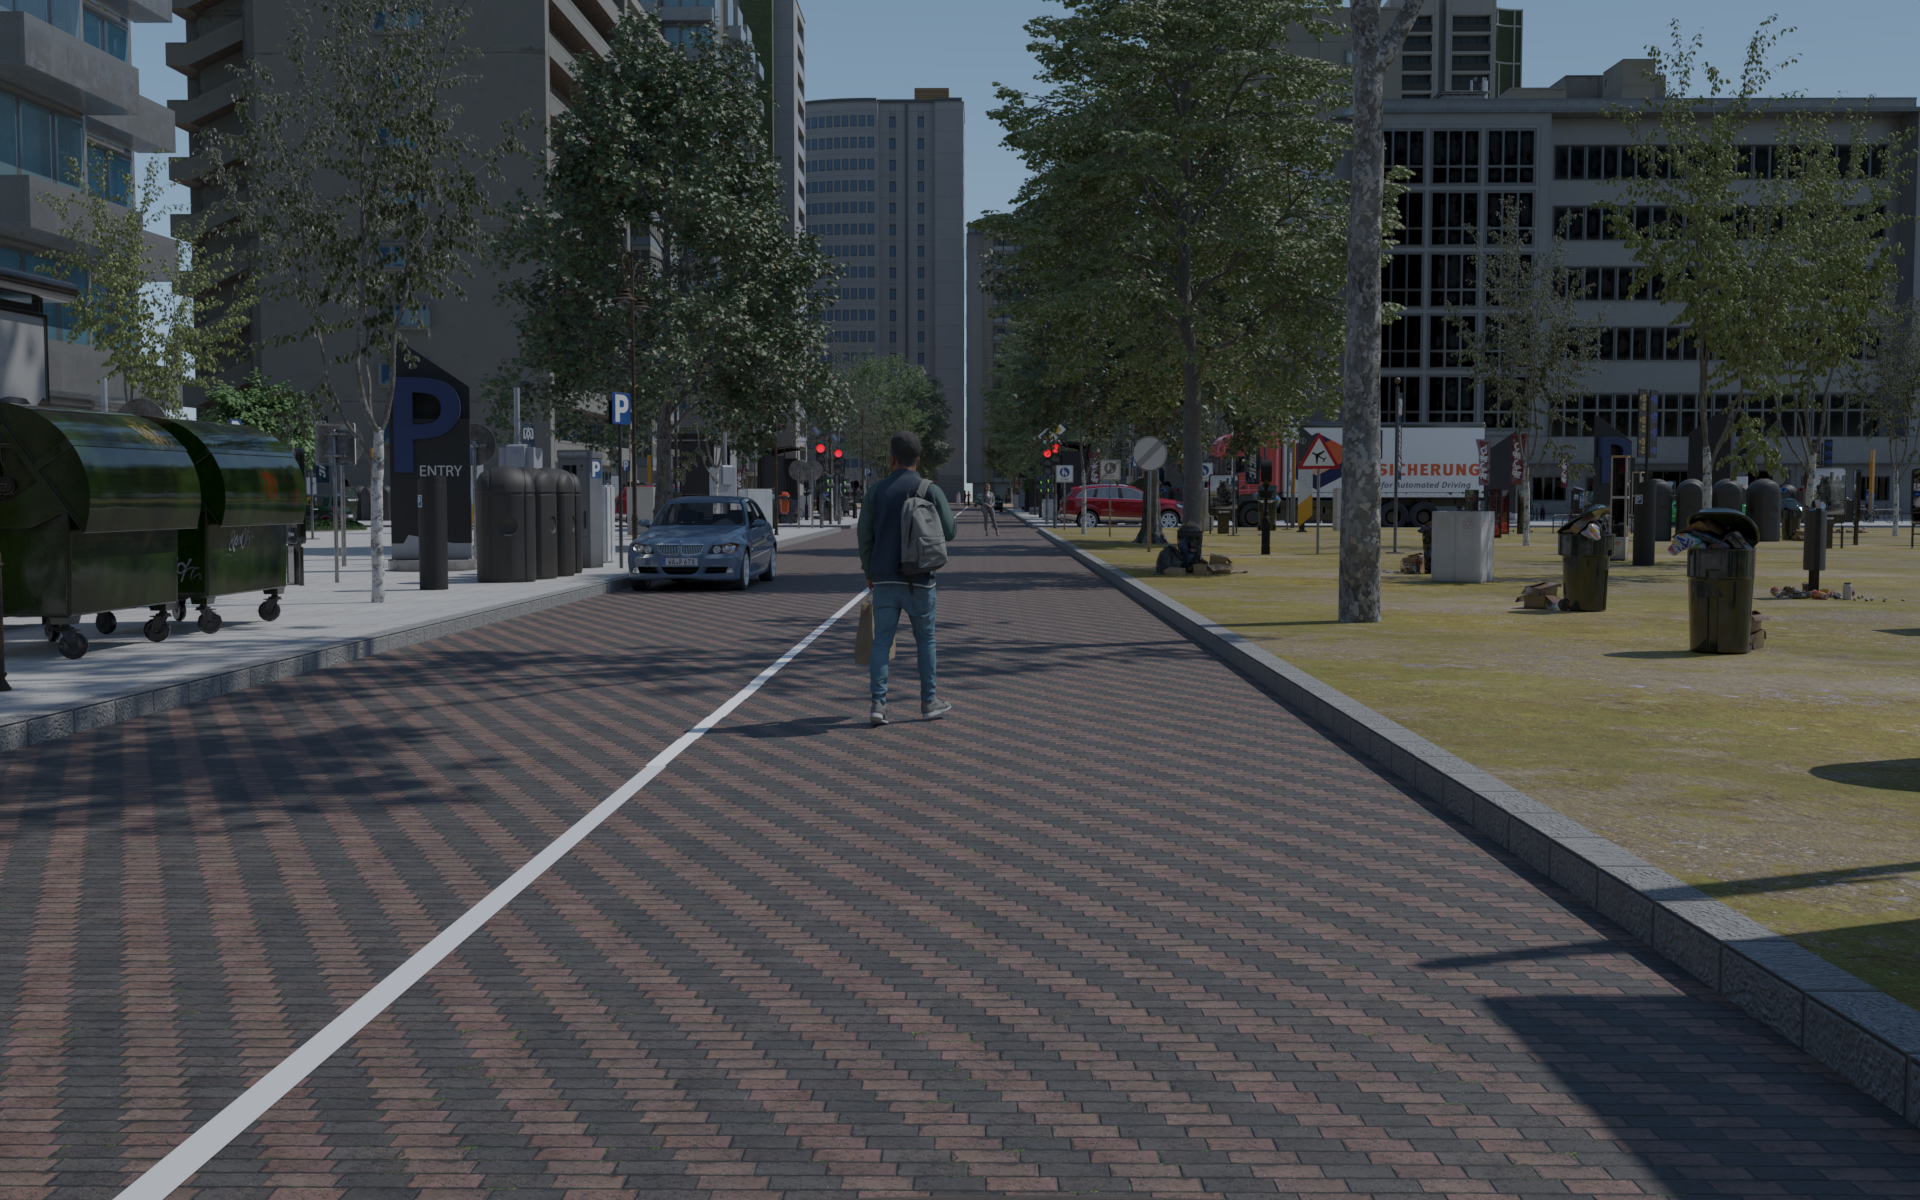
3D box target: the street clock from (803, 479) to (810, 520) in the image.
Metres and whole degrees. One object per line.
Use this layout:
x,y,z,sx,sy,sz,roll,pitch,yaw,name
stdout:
-7.513,-4.904,84.757,0.358,2.002,0.471,0,4,-2,street clock

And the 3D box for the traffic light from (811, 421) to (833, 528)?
-5.172,-4.643,64.831,0.839,4.253,0.868,0,4,1,traffic light

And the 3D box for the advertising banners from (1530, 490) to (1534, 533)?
17.363,-3.614,55.274,2.074,3.025,0.090,-1,4,-14,advertising banners

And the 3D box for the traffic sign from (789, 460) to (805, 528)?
-6.023,-3.953,64.739,0.768,2.556,0.104,0,4,5,traffic sign

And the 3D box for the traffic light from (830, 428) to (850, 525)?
-5.068,-5.131,72.816,0.839,4.253,0.868,0,4,1,traffic light

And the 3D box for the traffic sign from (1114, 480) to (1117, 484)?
9.323,-6.547,107.154,0.768,2.556,0.104,1,4,10,traffic sign

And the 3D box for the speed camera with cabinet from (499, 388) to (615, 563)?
-7.538,-2.329,32.414,2.038,3.252,0.660,0,4,3,speed camera with cabinet

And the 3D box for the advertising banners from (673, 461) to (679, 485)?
-14.314,-5.883,92.368,2.074,3.025,0.090,1,4,14,advertising banners

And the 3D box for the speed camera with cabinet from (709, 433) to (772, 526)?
-7.090,-3.776,56.067,2.038,3.252,0.660,-3,4,-38,speed camera with cabinet

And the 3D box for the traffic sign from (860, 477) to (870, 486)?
-7.000,-7.815,127.880,0.768,2.556,0.104,0,4,3,traffic sign

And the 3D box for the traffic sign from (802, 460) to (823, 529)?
-5.484,-3.925,64.278,0.768,2.556,0.104,0,4,6,traffic sign

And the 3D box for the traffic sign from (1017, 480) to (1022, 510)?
5.057,-8.640,141.363,0.768,2.556,0.104,0,4,4,traffic sign

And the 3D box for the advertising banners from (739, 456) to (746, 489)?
-7.477,-4.005,61.672,0.090,3.025,2.074,-1,4,-21,advertising banners

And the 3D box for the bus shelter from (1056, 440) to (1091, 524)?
4.893,-5.292,77.805,1.731,3.624,6.357,0,4,1,bus shelter

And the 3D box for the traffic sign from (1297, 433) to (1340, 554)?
7.595,-2.245,36.709,0.884,2.594,0.081,1,4,9,traffic sign

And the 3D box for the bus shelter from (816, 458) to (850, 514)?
-8.357,-7.539,114.553,1.731,3.624,6.357,0,4,1,bus shelter

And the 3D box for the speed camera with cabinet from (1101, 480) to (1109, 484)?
9.066,-6.762,104.886,0.660,3.252,2.038,-1,4,-13,speed camera with cabinet

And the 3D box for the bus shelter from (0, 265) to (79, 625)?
-9.782,-2.141,12.644,2.179,5.291,8.768,0,4,1,bus shelter

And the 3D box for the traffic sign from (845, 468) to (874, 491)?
-7.788,-8.544,133.570,2.265,3.308,0.079,0,4,2,traffic sign

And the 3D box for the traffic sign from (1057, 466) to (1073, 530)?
3.719,-3.642,61.680,0.606,2.300,0.079,0,4,1,traffic sign

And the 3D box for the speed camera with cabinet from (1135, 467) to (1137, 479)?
12.569,-7.960,124.479,0.660,3.252,2.038,2,4,28,speed camera with cabinet

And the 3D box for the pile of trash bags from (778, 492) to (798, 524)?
-7.858,-3.966,74.603,1.912,1.369,3.447,-1,4,-19,pile of trash bags

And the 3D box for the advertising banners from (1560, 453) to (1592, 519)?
25.863,-4.680,72.711,0.090,3.025,2.074,-1,4,-21,advertising banners

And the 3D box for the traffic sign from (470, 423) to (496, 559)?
-8.748,-1.905,31.246,0.768,2.556,0.104,0,4,1,traffic sign

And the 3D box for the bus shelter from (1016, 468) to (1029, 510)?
5.485,-8.770,137.315,2.014,3.302,5.546,0,4,1,bus shelter

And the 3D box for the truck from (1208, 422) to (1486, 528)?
14.894,-4.890,68.857,11.283,4.237,2.839,0,4,0,truck

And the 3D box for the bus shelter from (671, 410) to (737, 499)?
-9.343,-5.110,61.180,2.179,5.291,8.768,0,4,1,bus shelter

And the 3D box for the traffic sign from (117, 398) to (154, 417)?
-10.890,-1.402,23.031,0.768,2.556,0.104,0,4,7,traffic sign

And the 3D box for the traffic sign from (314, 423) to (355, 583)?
-9.016,-1.399,25.004,0.606,2.300,0.079,0,4,6,traffic sign

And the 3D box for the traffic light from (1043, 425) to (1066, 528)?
3.539,-4.637,64.735,0.839,4.253,0.868,0,4,1,traffic light

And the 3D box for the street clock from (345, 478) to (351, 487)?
-28.465,-4.631,80.280,0.471,2.002,0.358,1,4,15,street clock

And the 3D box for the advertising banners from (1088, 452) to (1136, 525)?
6.351,-4.633,71.939,2.074,3.025,0.090,0,4,5,advertising banners

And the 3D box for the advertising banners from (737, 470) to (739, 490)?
-16.671,-7.885,125.108,2.074,3.025,0.090,-1,4,-20,advertising banners

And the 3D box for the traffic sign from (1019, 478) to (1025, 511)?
4.816,-7.878,128.814,0.884,2.594,0.081,0,4,8,traffic sign

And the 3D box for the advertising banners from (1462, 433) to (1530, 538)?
15.591,-3.326,50.574,0.090,3.025,2.074,-3,5,-41,advertising banners

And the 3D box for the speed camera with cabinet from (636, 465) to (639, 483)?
-21.965,-7.551,117.794,0.660,3.252,2.038,1,4,9,speed camera with cabinet

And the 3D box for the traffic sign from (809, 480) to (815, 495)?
-8.542,-5.906,98.684,0.606,2.300,0.079,0,4,2,traffic sign

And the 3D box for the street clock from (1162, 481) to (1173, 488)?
11.646,-5.695,97.677,0.471,2.002,0.358,-2,4,-27,street clock

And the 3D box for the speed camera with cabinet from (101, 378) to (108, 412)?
-14.882,-2.116,28.935,0.660,3.252,2.038,3,5,41,speed camera with cabinet

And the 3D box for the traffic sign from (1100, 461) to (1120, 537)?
4.493,-3.043,51.875,0.606,2.300,0.079,1,4,9,traffic sign

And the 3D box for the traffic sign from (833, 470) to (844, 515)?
-6.351,-5.444,89.109,0.768,2.556,0.104,0,4,5,traffic sign

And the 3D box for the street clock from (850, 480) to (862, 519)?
-5.504,-5.264,90.639,0.358,2.002,0.471,3,4,37,street clock

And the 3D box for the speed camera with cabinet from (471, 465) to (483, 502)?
-13.400,-3.323,48.662,2.038,3.252,0.660,3,5,40,speed camera with cabinet

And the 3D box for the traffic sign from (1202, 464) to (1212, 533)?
7.983,-3.346,56.837,0.606,2.300,0.079,1,4,10,traffic sign

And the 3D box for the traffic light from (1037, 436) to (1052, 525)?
3.643,-5.125,72.719,0.839,4.253,0.868,0,4,1,traffic light

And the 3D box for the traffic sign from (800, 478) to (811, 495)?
-8.670,-5.886,96.335,0.768,2.556,0.104,0,4,7,traffic sign

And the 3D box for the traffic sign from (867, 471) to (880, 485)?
-4.906,-6.063,99.137,0.884,2.594,0.081,1,4,10,traffic sign

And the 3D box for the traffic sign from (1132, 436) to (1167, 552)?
4.182,-2.332,38.240,0.768,2.556,0.104,1,4,9,traffic sign

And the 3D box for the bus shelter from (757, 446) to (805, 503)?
-8.957,-5.868,87.221,1.731,3.624,6.357,0,4,1,bus shelter

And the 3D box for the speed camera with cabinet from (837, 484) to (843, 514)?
-7.868,-7.079,110.079,0.660,3.252,2.038,-2,4,-24,speed camera with cabinet

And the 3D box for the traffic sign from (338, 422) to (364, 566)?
-10.927,-1.868,30.652,0.768,2.556,0.104,0,4,5,traffic sign
